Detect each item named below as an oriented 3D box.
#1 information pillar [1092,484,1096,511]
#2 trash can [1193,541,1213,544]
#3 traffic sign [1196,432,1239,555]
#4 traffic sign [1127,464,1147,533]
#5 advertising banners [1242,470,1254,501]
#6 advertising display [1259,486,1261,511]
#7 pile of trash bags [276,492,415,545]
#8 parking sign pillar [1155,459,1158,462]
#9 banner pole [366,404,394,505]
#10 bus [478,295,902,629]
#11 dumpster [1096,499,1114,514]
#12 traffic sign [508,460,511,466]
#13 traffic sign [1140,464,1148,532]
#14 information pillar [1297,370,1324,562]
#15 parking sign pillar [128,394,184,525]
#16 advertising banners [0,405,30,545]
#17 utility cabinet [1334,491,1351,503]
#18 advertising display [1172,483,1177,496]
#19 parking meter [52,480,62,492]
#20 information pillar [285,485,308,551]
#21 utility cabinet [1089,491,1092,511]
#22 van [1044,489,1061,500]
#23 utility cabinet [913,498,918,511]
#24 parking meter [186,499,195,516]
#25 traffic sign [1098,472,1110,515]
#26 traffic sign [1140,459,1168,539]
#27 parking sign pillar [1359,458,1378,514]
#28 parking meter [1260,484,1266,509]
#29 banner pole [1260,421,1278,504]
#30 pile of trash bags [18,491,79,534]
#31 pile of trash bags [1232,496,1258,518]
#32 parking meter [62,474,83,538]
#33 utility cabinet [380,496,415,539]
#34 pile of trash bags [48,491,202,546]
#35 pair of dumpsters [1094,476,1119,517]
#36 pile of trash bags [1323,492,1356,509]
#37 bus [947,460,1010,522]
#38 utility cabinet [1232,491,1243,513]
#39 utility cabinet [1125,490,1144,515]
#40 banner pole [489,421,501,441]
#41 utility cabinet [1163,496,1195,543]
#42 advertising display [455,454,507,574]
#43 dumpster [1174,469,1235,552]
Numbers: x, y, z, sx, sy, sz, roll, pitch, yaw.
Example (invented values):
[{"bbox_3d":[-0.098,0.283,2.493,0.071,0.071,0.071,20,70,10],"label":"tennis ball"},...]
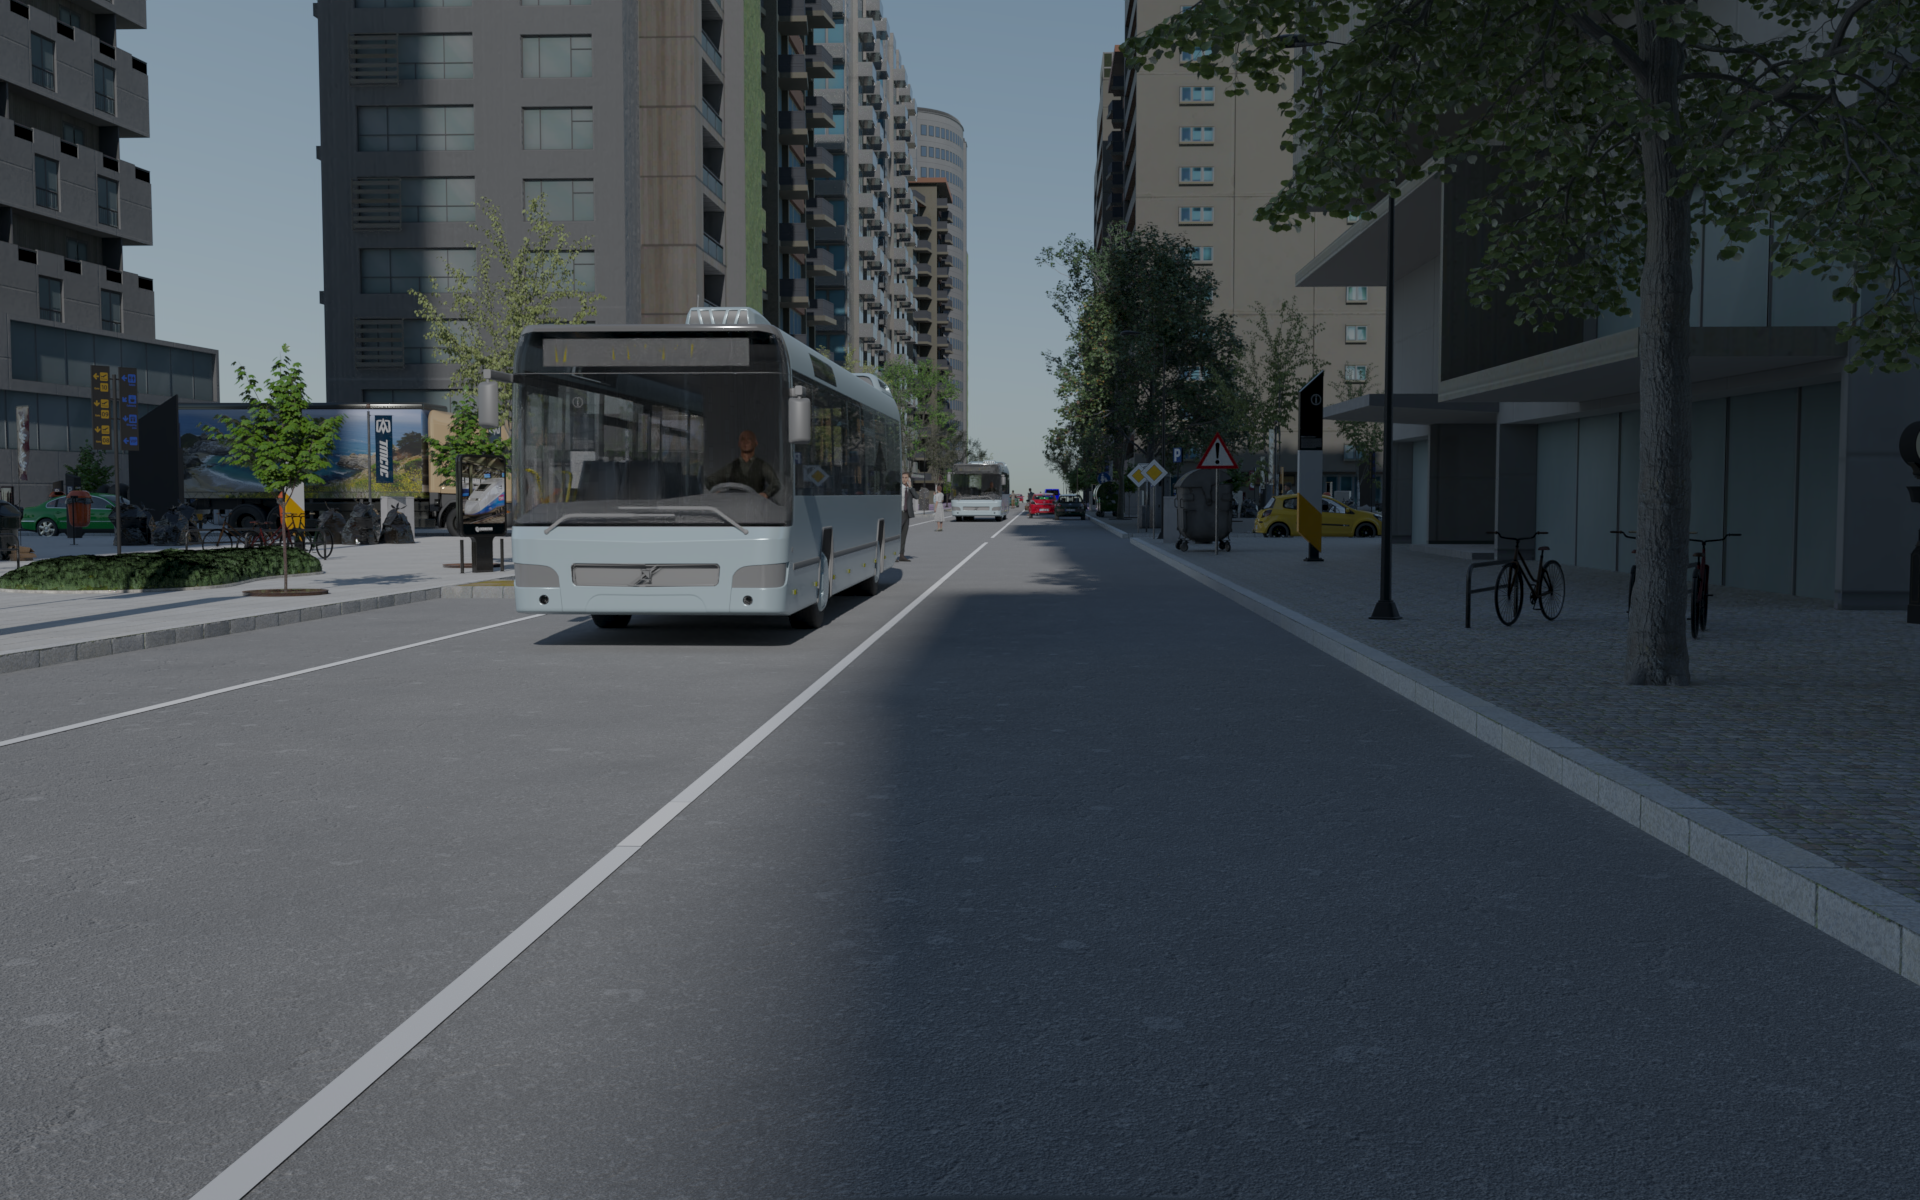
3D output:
[{"bbox_3d":[9.986,-7.628,129.202,0.304,2.012,0.304,0,4,1],"label":"information pillar"},{"bbox_3d":[6.301,-2.023,44.723,0.748,1.137,0.748,0,3,0],"label":"trash can"},{"bbox_3d":[5.420,-2.232,36.491,0.884,2.594,0.081,1,4,11],"label":"traffic sign"},{"bbox_3d":[5.918,-3.288,57.394,0.795,2.450,0.064,0,4,3],"label":"traffic sign"},{"bbox_3d":[20.768,-8.028,127.449,2.074,3.025,0.090,0,4,-6],"label":"advertising banners"},{"bbox_3d":[22.663,-7.585,129.230,0.123,1.923,0.974,-2,4,-33],"label":"advertising display"},{"bbox_3d":[-15.714,-2.092,43.951,1.912,1.369,3.447,2,4,35],"label":"pile of trash bags"},{"bbox_3d":[15.086,-8.695,130.633,1.447,3.967,1.447,3,4,39],"label":"parking sign pillar"},{"bbox_3d":[-16.196,-3.560,48.227,0.863,3.779,0.401,-1,4,-16],"label":"banner pole"},{"bbox_3d":[-2.546,-1.616,21.283,2.948,3.499,13.247,0,4,3],"label":"bus"},{"bbox_3d":[8.738,-5.988,103.661,1.264,1.857,1.865,0,4,3],"label":"dumpster"},{"bbox_3d":[-8.082,-1.982,32.407,0.884,2.594,0.081,1,4,9],"label":"traffic sign"},{"bbox_3d":[6.260,-3.423,58.089,0.606,2.300,0.079,1,4,9],"label":"traffic sign"},{"bbox_3d":[6.655,-2.538,32.859,0.504,3.616,0.183,-1,4,-12],"label":"information pillar"},{"bbox_3d":[-21.812,-3.579,46.996,1.447,3.967,1.447,0,4,-5],"label":"parking sign pillar"},{"bbox_3d":[-19.197,-2.366,34.867,2.074,3.025,0.090,3,4,37],"label":"advertising banners"},{"bbox_3d":[27.430,-7.066,124.208,1.173,1.500,0.318,3,4,39],"label":"utility cabinet"},{"bbox_3d":[13.417,-6.138,105.575,0.974,1.923,0.123,-1,4,-17],"label":"advertising display"},{"bbox_3d":[-38.373,-4.159,73.703,0.399,1.863,0.255,0,4,-6],"label":"parking meter"},{"bbox_3d":[-14.776,-2.878,38.416,0.183,3.616,0.504,2,4,31],"label":"information pillar"},{"bbox_3d":[9.929,-7.460,130.655,0.318,1.500,1.173,0,4,-1],"label":"utility cabinet"},{"bbox_3d":[10.672,-12.085,201.969,2.240,2.365,5.245,0,4,1],"label":"van"},{"bbox_3d":[-3.510,-7.241,129.546,0.306,1.237,1.020,-2,4,-33],"label":"utility cabinet"},{"bbox_3d":[-35.864,-4.424,80.737,0.372,1.533,0.369,0,3,0],"label":"parking meter"},{"bbox_3d":[8.334,-6.120,100.164,0.768,2.556,0.104,0,4,8],"label":"traffic sign"},{"bbox_3d":[5.534,-2.800,49.418,0.795,2.450,0.064,0,4,3],"label":"traffic sign"},{"bbox_3d":[26.627,-7.635,113.301,1.447,3.967,1.447,-2,4,-24],"label":"parking sign pillar"},{"bbox_3d":[17.988,-5.925,102.587,0.255,1.863,0.399,-1,4,-22],"label":"parking meter"},{"bbox_3d":[10.634,-4.212,58.888,0.401,3.779,0.863,2,4,31],"label":"banner pole"},{"bbox_3d":[-33.019,-3.102,60.473,3.447,1.369,1.912,-3,5,-44],"label":"pile of trash bags"},{"bbox_3d":[14.384,-5.117,93.418,3.447,1.369,1.912,1,4,10],"label":"pile of trash bags"},{"bbox_3d":[-25.767,-2.732,50.381,0.399,1.863,0.255,1,4,20],"label":"parking meter"},{"bbox_3d":[-16.062,-2.344,49.486,0.306,1.237,1.020,2,4,28],"label":"utility cabinet"},{"bbox_3d":[-20.875,-2.073,43.641,3.447,1.369,1.912,0,4,6],"label":"pile of trash bags"},{"bbox_3d":[8.332,-5.781,97.019,1.574,2.255,4.437,0,4,3],"label":"pair of dumpsters"},{"bbox_3d":[19.581,-4.954,90.743,1.912,1.369,3.447,0,4,-4],"label":"pile of trash bags"},{"bbox_3d":[1.175,-6.016,93.217,2.948,3.499,13.247,0,4,4],"label":"bus"},{"bbox_3d":[18.295,-6.525,115.355,1.173,1.500,0.318,-2,4,-35],"label":"utility cabinet"},{"bbox_3d":[10.778,-6.016,107.037,1.173,1.500,0.318,2,4,32],"label":"utility cabinet"},{"bbox_3d":[-13.324,-3.619,49.185,0.401,3.779,0.863,3,4,36],"label":"banner pole"},{"bbox_3d":[5.891,-2.111,45.672,1.020,1.237,0.306,1,4,14],"label":"utility cabinet"},{"bbox_3d":[-7.810,-1.411,28.288,0.123,1.923,0.974,2,4,33],"label":"advertising display"},{"bbox_3d":[5.530,-2.042,39.148,1.264,1.857,1.865,0,4,3],"label":"dumpster"}]
